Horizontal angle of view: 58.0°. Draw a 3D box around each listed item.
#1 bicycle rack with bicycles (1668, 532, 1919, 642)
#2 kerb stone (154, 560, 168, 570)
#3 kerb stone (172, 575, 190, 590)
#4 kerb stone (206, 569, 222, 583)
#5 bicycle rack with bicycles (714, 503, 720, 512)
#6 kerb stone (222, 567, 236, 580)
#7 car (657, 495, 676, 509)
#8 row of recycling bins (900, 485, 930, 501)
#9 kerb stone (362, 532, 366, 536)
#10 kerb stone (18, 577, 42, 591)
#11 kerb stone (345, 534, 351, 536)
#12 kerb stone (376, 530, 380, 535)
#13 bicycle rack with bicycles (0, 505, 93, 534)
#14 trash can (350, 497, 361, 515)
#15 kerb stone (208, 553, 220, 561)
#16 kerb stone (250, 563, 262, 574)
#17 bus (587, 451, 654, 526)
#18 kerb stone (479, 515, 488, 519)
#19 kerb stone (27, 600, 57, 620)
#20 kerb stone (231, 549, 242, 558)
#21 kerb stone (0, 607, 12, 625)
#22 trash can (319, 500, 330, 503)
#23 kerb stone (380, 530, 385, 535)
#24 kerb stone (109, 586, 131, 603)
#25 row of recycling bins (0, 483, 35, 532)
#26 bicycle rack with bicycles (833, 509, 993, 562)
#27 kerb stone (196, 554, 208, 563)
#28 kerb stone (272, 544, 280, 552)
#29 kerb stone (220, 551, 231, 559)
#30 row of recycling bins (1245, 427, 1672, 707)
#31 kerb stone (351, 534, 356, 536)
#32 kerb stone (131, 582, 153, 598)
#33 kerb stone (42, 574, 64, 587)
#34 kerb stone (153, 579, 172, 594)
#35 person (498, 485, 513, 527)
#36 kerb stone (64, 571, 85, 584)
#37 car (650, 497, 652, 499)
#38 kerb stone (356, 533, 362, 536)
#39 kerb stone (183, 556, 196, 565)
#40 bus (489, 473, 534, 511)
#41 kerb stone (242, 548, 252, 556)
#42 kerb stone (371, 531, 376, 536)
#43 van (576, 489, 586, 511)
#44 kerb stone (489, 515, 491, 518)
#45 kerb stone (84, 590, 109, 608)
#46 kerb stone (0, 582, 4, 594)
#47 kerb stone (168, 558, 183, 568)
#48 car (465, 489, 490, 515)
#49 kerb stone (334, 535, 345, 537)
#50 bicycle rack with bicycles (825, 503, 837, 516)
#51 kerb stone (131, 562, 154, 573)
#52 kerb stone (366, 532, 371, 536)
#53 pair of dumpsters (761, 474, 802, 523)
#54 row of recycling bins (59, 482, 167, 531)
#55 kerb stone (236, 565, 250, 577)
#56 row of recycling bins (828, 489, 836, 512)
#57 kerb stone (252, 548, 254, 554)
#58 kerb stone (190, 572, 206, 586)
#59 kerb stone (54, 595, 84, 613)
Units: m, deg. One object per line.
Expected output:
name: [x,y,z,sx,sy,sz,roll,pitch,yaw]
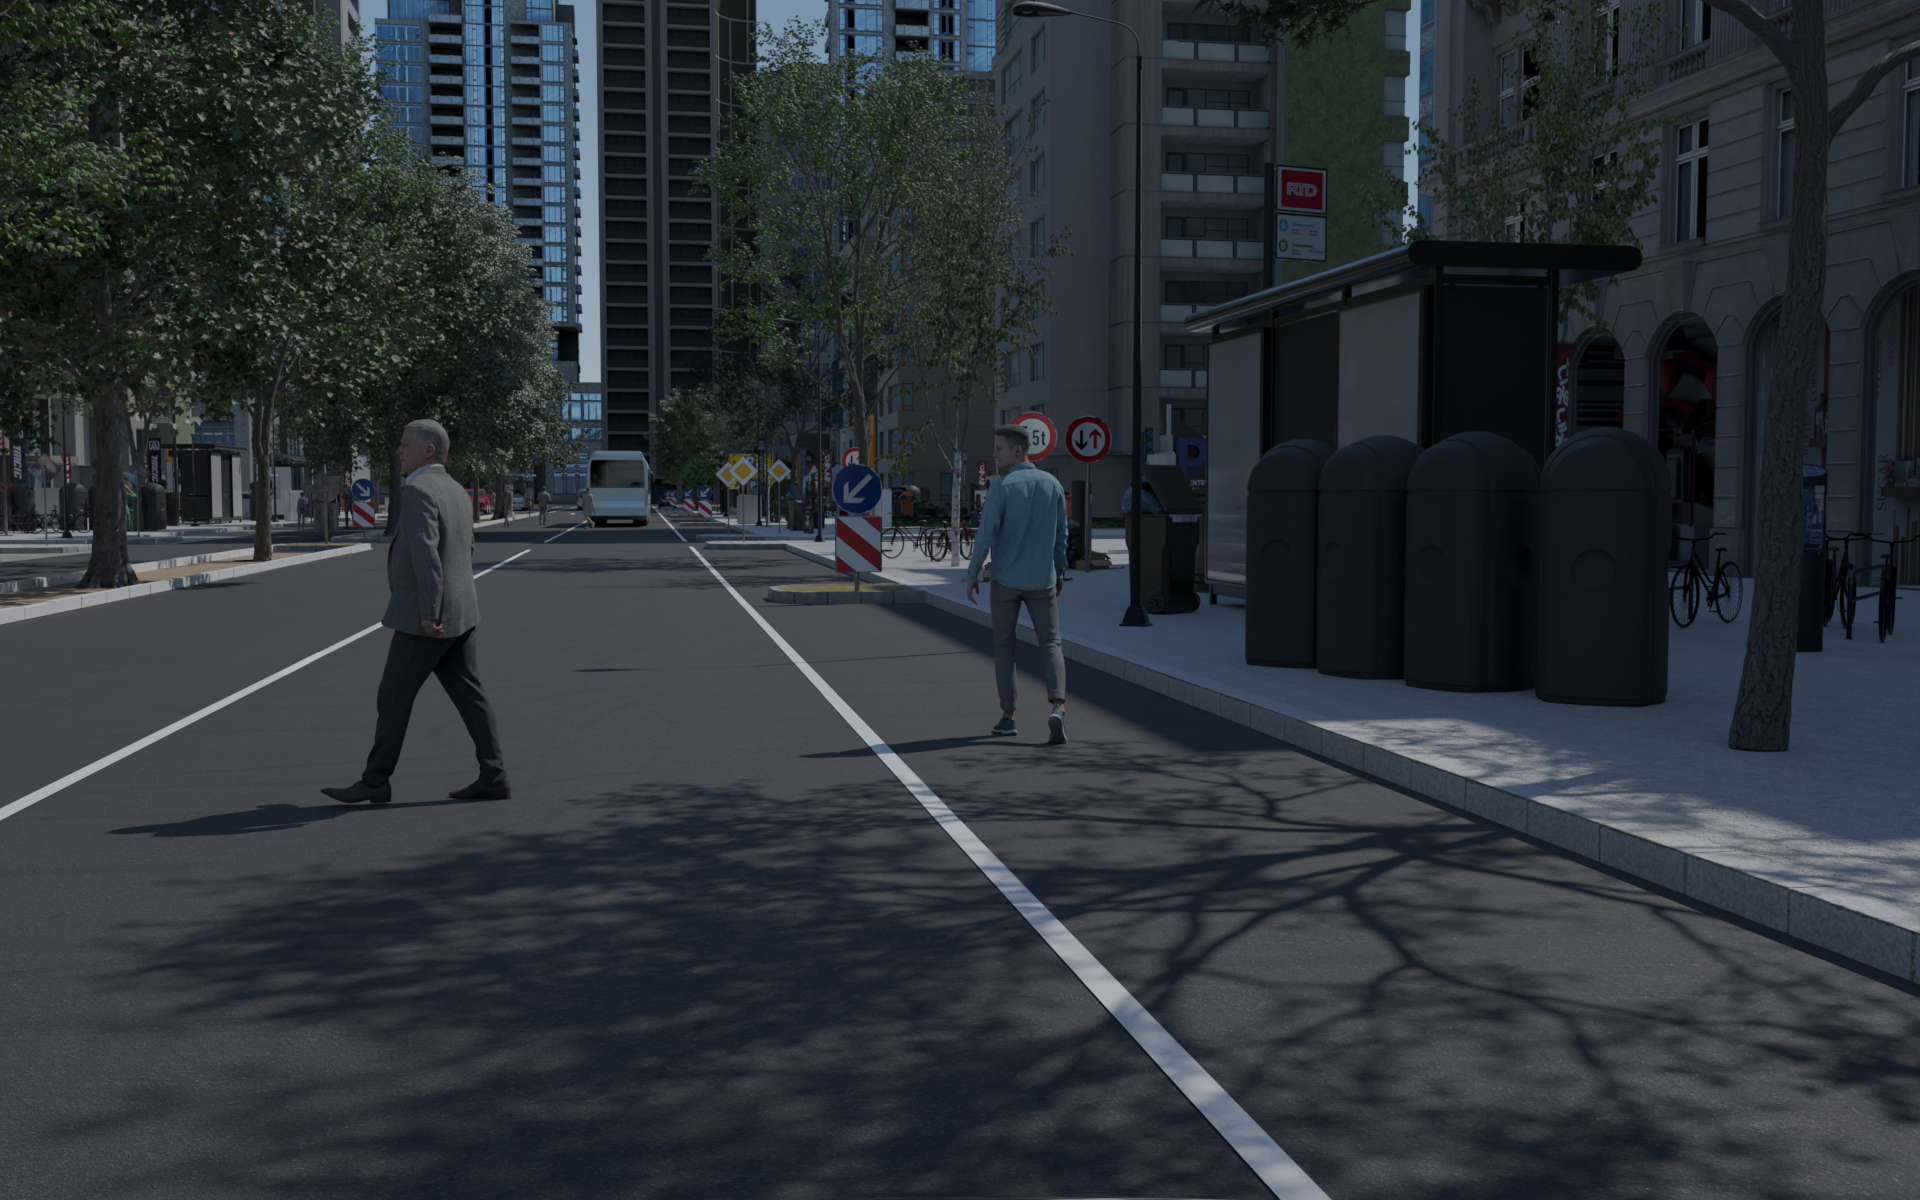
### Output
bicycle rack with bicycles: [7.859,-0.192,16.520,2.852,0.926,2.925,3,4,38]
kerb stone: [-15.266,-0.648,32.859,0.120,0.150,1.000,-1,4,-10]
kerb stone: [-11.902,-0.248,26.243,0.120,0.150,1.000,-1,4,-10]
kerb stone: [-12.273,-0.371,28.255,0.120,0.150,1.000,-1,4,-10]
bicycle rack with bicycles: [-15.993,-6.628,121.742,2.925,0.926,2.852,1,4,15]
kerb stone: [-12.464,-0.433,29.279,0.120,0.150,1.000,-1,4,-10]
car: [-28.117,-9.401,166.284,1.945,1.354,3.894,-1,4,-10]
row of recycling bins: [-2.210,-5.263,93.160,1.069,1.692,3.534,1,4,9]
kerb stone: [-19.637,-2.105,56.620,0.120,0.150,1.000,-1,4,-10]
kerb stone: [-13.961,-0.221,25.812,0.120,0.150,1.000,-1,4,-10]
kerb stone: [-19.074,-1.921,53.599,0.120,0.150,1.000,-1,4,-10]
kerb stone: [-20.192,-2.290,59.645,0.120,0.150,1.000,-1,4,-10]
bicycle rack with bicycles: [-29.907,-2.642,56.574,2.925,0.926,2.852,-1,4,-20]
trash can: [-36.164,-5.624,103.613,0.748,1.137,0.748,0,3,0]
kerb stone: [-16.004,-0.899,36.894,0.120,0.150,1.000,-1,4,-10]
kerb stone: [-12.831,-0.555,31.290,0.120,0.150,1.000,-1,4,-10]
bus: [-15.770,-5.247,80.644,2.948,3.499,13.247,-1,4,-10]
kerb stone: [-27.797,-4.815,100.978,0.120,0.150,1.000,-1,4,-10]
kerb stone: [-10.787,0.134,20.191,0.120,0.150,1.000,-1,4,-10]
kerb stone: [-16.375,-1.023,38.921,0.120,0.150,1.000,-1,4,-10]
kerb stone: [-10.602,0.184,19.185,0.120,0.150,1.000,-1,4,-10]
trash can: [-36.071,-5.296,98.249,0.748,1.137,0.748,0,3,0]
kerb stone: [-20.370,-2.351,60.658,0.120,0.150,1.000,-1,4,-10]
kerb stone: [-11.348,-0.059,23.209,0.120,0.150,1.000,-1,4,-10]
row of recycling bins: [-33.114,-3.165,58.854,1.069,1.692,3.534,1,4,20]
bicycle rack with bicycles: [-0.415,-1.276,34.248,2.852,0.926,2.925,3,5,42]
kerb stone: [-15.816,-0.837,35.889,0.120,0.150,1.000,-1,4,-10]
kerb stone: [-17.299,-1.332,43.975,0.120,0.150,1.000,-1,4,-10]
kerb stone: [-16.188,-0.956,37.903,0.120,0.150,1.000,-1,4,-10]
row of recycling bins: [3.264,-0.293,11.908,1.069,1.692,3.534,-2,4,-32]
kerb stone: [-19.261,-1.974,54.605,0.120,0.150,1.000,-1,4,-10]
kerb stone: [-11.533,-0.124,24.225,0.120,0.150,1.000,-1,4,-10]
kerb stone: [-14.146,-0.283,26.819,0.120,0.150,1.000,-1,4,-10]
kerb stone: [-11.710,-0.181,25.233,0.120,0.150,1.000,-1,4,-10]
person: [-19.565,-4.034,74.551,0.694,1.812,0.767,2,4,31]
kerb stone: [-14.330,-0.340,27.824,0.120,0.150,1.000,-1,4,-10]
car: [-31.331,-9.831,169.768,2.155,1.783,4.494,-1,4,-10]
kerb stone: [-19.442,-2.044,55.616,0.120,0.150,1.000,-1,4,-10]
kerb stone: [-15.629,-0.776,34.878,0.120,0.150,1.000,-1,4,-10]
bus: [-38.276,-9.391,148.395,2.948,3.499,13.247,-1,4,-10]
kerb stone: [-16.559,-1.085,39.928,0.120,0.150,1.000,-1,4,-10]
kerb stone: [-20.006,-2.229,58.639,0.120,0.150,1.000,-1,4,-10]
van: [-32.392,-8.783,150.617,2.013,2.044,4.112,-1,4,-9]
kerb stone: [-28.169,-4.940,102.988,0.120,0.150,1.000,-1,4,-10]
kerb stone: [-11.158,0.002,22.200,0.120,0.150,1.000,-1,4,-10]
kerb stone: [-13.775,-0.157,24.807,0.120,0.150,1.000,-1,4,-10]
kerb stone: [-15.437,-0.714,33.867,0.120,0.150,1.000,-1,4,-10]
car: [-34.463,-6.983,122.844,2.281,1.827,5.304,-1,4,-12]
kerb stone: [-18.891,-1.859,52.593,0.120,0.150,1.000,-1,4,-10]
bicycle rack with bicycles: [-7.402,-5.418,101.972,2.852,0.926,2.925,3,4,36]
kerb stone: [-15.073,-0.586,31.846,0.120,0.150,1.000,-1,4,-10]
kerb stone: [-19.823,-2.164,57.634,0.120,0.150,1.000,-1,4,-10]
pair of dumpsters: [-8.092,-4.664,78.751,1.574,2.255,4.437,-1,4,-10]
row of recycling bins: [-30.113,-3.337,61.668,1.069,1.692,3.534,3,5,44]
kerb stone: [-12.645,-0.495,30.285,0.120,0.150,1.000,-1,4,-10]
row of recycling bins: [-7.944,-7.318,126.762,3.534,1.692,1.069,-2,4,-25]
kerb stone: [-16.752,-1.142,40.940,0.120,0.150,1.000,-1,4,-10]
kerb stone: [-12.093,-0.305,27.247,0.120,0.150,1.000,-1,4,-10]
kerb stone: [-10.978,0.061,21.194,0.120,0.150,1.000,-1,4,-10]
